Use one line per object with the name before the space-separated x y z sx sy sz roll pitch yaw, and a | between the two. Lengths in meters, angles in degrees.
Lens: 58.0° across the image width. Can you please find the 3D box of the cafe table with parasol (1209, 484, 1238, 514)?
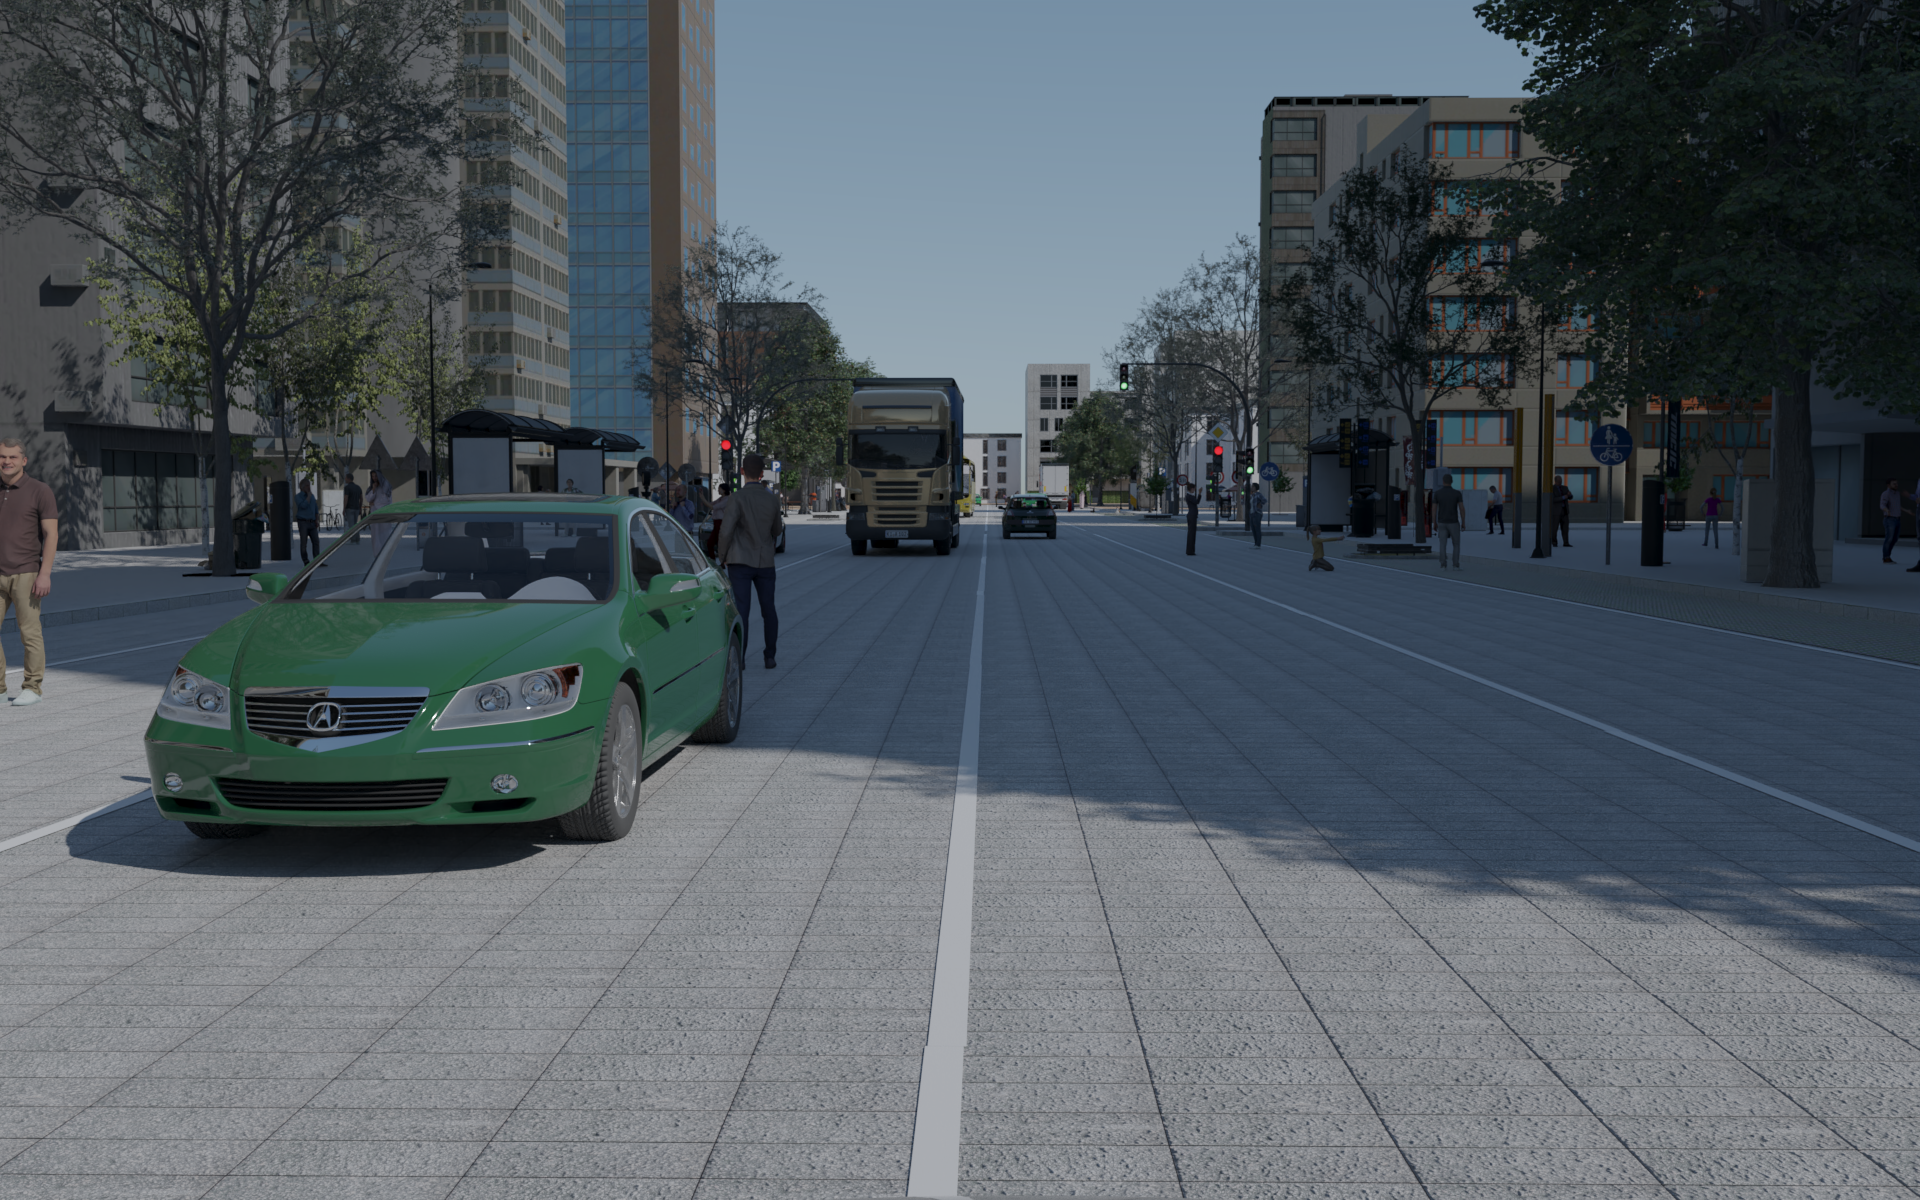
cafe table with parasol | 18.141 -6.613 112.987 2.610 1.966 2.610 -2 4 -31

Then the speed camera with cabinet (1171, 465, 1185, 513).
speed camera with cabinet | 14.602 -7.592 118.459 0.660 3.252 2.038 -1 4 -23

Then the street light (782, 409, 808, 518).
street light | -8.987 -7.461 94.526 1.470 5.913 1.316 0 4 1

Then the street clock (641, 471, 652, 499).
street clock | -9.809 -3.033 54.167 0.358 2.002 0.471 -1 4 -17

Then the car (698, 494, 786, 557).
car | -5.095 -1.895 40.762 2.009 1.686 4.222 0 4 -1

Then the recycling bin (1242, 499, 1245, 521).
recycling bin | 13.707 -4.302 82.893 0.722 1.027 0.722 -1 4 -10

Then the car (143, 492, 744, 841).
car | -2.244 0.190 8.688 2.131 1.459 4.920 0 4 2

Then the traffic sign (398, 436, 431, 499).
traffic sign | -12.233 -2.387 39.031 0.884 2.594 0.081 0 4 4

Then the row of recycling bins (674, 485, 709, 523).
row of recycling bins | -11.980 -4.285 77.179 1.069 1.692 3.534 0 4 6

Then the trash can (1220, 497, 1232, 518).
trash can | 14.343 -5.006 93.498 0.748 1.137 0.748 0 3 0

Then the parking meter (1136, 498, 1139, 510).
parking meter | 14.438 -8.049 140.009 0.372 1.533 0.369 0 3 0

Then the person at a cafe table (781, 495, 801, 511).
person at a cafe table | -12.497 -7.196 128.511 1.726 1.238 1.698 0 4 0

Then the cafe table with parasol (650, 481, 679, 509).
cafe table with parasol | -15.206 -5.283 91.246 2.610 1.966 2.610 -2 4 -34

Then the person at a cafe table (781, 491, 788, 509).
person at a cafe table | -13.870 -7.506 131.245 1.622 1.524 1.698 1 4 15

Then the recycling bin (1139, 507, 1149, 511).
recycling bin | 13.956 -7.212 130.468 0.722 1.027 0.722 -2 4 -30

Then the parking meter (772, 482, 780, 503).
parking meter | -9.207 -4.950 86.635 0.399 1.863 0.255 -1 4 -10

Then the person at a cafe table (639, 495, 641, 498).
person at a cafe table | -15.503 -4.441 81.120 1.622 1.524 1.698 -1 4 -23

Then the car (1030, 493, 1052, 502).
car | 4.236 -5.463 98.111 1.959 1.807 4.718 0 4 0

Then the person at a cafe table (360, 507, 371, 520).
person at a cafe table | -25.406 -3.907 74.734 1.726 1.238 1.698 2 4 34

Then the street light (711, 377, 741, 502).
street light | -9.403 -5.892 68.880 1.470 5.913 1.316 0 4 1

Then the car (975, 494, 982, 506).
car | 1.634 -11.916 203.626 1.959 1.807 4.718 0 4 0

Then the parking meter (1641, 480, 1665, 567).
parking meter | 12.319 -1.369 30.795 0.372 1.533 0.369 0 3 0

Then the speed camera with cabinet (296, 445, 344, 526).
speed camera with cabinet | -25.851 -4.648 70.337 2.038 3.252 0.660 0 4 -1

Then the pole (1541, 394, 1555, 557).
pole | 12.010 -2.540 35.373 0.158 3.312 0.155 0 3 0

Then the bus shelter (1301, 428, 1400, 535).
bus shelter | 12.541 -3.798 56.028 2.014 3.302 5.546 0 4 1

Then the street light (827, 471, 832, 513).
street light | -8.485 -8.992 119.567 1.470 5.913 1.316 0 4 1

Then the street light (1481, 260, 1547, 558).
street light | 11.044 -3.792 34.543 1.470 5.913 1.316 0 4 1

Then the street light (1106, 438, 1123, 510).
street light | 12.734 -10.411 142.762 1.470 5.913 1.316 0 4 1

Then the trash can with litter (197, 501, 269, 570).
trash can with litter | -12.364 -1.105 29.461 1.055 1.170 0.624 -3 5 -40

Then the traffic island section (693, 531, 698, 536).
traffic island section | -8.119 -2.335 60.451 2.009 0.180 2.903 0 4 1

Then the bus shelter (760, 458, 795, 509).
bus shelter | -10.770 -6.443 99.260 2.014 3.302 5.546 0 4 1

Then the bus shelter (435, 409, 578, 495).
bus shelter | -11.428 -3.056 43.891 2.014 3.302 5.546 0 4 1

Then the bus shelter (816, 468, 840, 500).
bus shelter | -10.395 -8.738 136.785 2.014 3.302 5.546 0 4 1

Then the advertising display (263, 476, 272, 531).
advertising display | -24.264 -3.398 60.768 0.123 1.923 0.974 -1 4 -11

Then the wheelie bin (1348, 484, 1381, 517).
wheelie bin | 12.287 -2.731 52.561 0.980 1.594 0.693 0 4 7

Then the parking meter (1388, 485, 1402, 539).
parking meter | 12.374 -2.501 49.295 0.372 1.533 0.369 0 3 0

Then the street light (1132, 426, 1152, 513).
street light | 12.382 -8.870 117.562 1.470 5.913 1.316 0 4 1

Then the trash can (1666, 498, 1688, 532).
trash can | 24.582 -2.925 59.470 0.748 1.137 0.748 0 3 0

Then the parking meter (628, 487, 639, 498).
parking meter | -11.200 -3.121 59.437 0.372 1.533 0.369 0 3 0

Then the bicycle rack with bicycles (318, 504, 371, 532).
bicycle rack with bicycles | -21.106 -2.873 60.363 2.852 0.926 2.925 -1 4 -11

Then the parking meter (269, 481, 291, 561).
parking meter | -13.142 -1.533 33.481 0.372 1.533 0.369 0 3 0

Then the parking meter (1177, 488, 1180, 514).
parking meter | 14.268 -6.631 114.134 0.255 1.863 0.399 3 5 45

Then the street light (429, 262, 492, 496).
street light | -10.077 -3.811 34.854 1.470 5.913 1.316 0 4 1

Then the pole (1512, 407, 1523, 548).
pole | 13.159 -2.876 40.867 0.158 3.312 0.155 0 3 0

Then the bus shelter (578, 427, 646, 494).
bus shelter | -11.495 -3.731 54.929 2.014 3.302 5.546 0 4 1

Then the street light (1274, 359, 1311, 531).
street light | 11.513 -5.339 59.836 1.470 5.913 1.316 0 4 1

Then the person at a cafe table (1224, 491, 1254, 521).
person at a cafe table | 13.863 -4.628 84.186 1.622 1.524 1.698 2 4 25

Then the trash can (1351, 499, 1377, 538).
trash can | 11.893 -2.408 51.020 0.748 1.137 0.748 0 3 0

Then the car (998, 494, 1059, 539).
car | 2.239 -2.849 56.368 2.009 1.686 4.222 0 4 1

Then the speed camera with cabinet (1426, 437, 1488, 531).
speed camera with cabinet | 17.293 -4.031 60.241 2.038 3.252 0.660 -1 4 -10

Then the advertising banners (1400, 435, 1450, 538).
advertising banners | 13.748 -3.351 50.975 0.090 3.025 2.074 -2 4 -29

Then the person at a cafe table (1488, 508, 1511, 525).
person at a cafe table | 21.478 -3.684 71.088 1.698 1.238 1.726 2 4 35

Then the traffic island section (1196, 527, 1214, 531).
traffic island section | 10.132 -2.804 68.130 2.009 0.180 2.903 0 4 1

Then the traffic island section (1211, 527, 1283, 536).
traffic island section | 9.999 -2.316 60.146 2.009 0.180 2.903 0 4 1

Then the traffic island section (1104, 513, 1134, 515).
traffic island section | 10.993 -5.932 119.847 1.991 0.108 1.994 0 4 1

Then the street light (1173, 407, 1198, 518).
street light | 11.987 -7.303 91.952 1.470 5.913 1.316 0 4 1

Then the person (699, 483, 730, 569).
person | -4.650 -1.400 32.844 0.566 1.644 0.517 1 4 16

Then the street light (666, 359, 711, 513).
street light | -9.566 -5.337 59.798 1.470 5.913 1.316 0 4 1
